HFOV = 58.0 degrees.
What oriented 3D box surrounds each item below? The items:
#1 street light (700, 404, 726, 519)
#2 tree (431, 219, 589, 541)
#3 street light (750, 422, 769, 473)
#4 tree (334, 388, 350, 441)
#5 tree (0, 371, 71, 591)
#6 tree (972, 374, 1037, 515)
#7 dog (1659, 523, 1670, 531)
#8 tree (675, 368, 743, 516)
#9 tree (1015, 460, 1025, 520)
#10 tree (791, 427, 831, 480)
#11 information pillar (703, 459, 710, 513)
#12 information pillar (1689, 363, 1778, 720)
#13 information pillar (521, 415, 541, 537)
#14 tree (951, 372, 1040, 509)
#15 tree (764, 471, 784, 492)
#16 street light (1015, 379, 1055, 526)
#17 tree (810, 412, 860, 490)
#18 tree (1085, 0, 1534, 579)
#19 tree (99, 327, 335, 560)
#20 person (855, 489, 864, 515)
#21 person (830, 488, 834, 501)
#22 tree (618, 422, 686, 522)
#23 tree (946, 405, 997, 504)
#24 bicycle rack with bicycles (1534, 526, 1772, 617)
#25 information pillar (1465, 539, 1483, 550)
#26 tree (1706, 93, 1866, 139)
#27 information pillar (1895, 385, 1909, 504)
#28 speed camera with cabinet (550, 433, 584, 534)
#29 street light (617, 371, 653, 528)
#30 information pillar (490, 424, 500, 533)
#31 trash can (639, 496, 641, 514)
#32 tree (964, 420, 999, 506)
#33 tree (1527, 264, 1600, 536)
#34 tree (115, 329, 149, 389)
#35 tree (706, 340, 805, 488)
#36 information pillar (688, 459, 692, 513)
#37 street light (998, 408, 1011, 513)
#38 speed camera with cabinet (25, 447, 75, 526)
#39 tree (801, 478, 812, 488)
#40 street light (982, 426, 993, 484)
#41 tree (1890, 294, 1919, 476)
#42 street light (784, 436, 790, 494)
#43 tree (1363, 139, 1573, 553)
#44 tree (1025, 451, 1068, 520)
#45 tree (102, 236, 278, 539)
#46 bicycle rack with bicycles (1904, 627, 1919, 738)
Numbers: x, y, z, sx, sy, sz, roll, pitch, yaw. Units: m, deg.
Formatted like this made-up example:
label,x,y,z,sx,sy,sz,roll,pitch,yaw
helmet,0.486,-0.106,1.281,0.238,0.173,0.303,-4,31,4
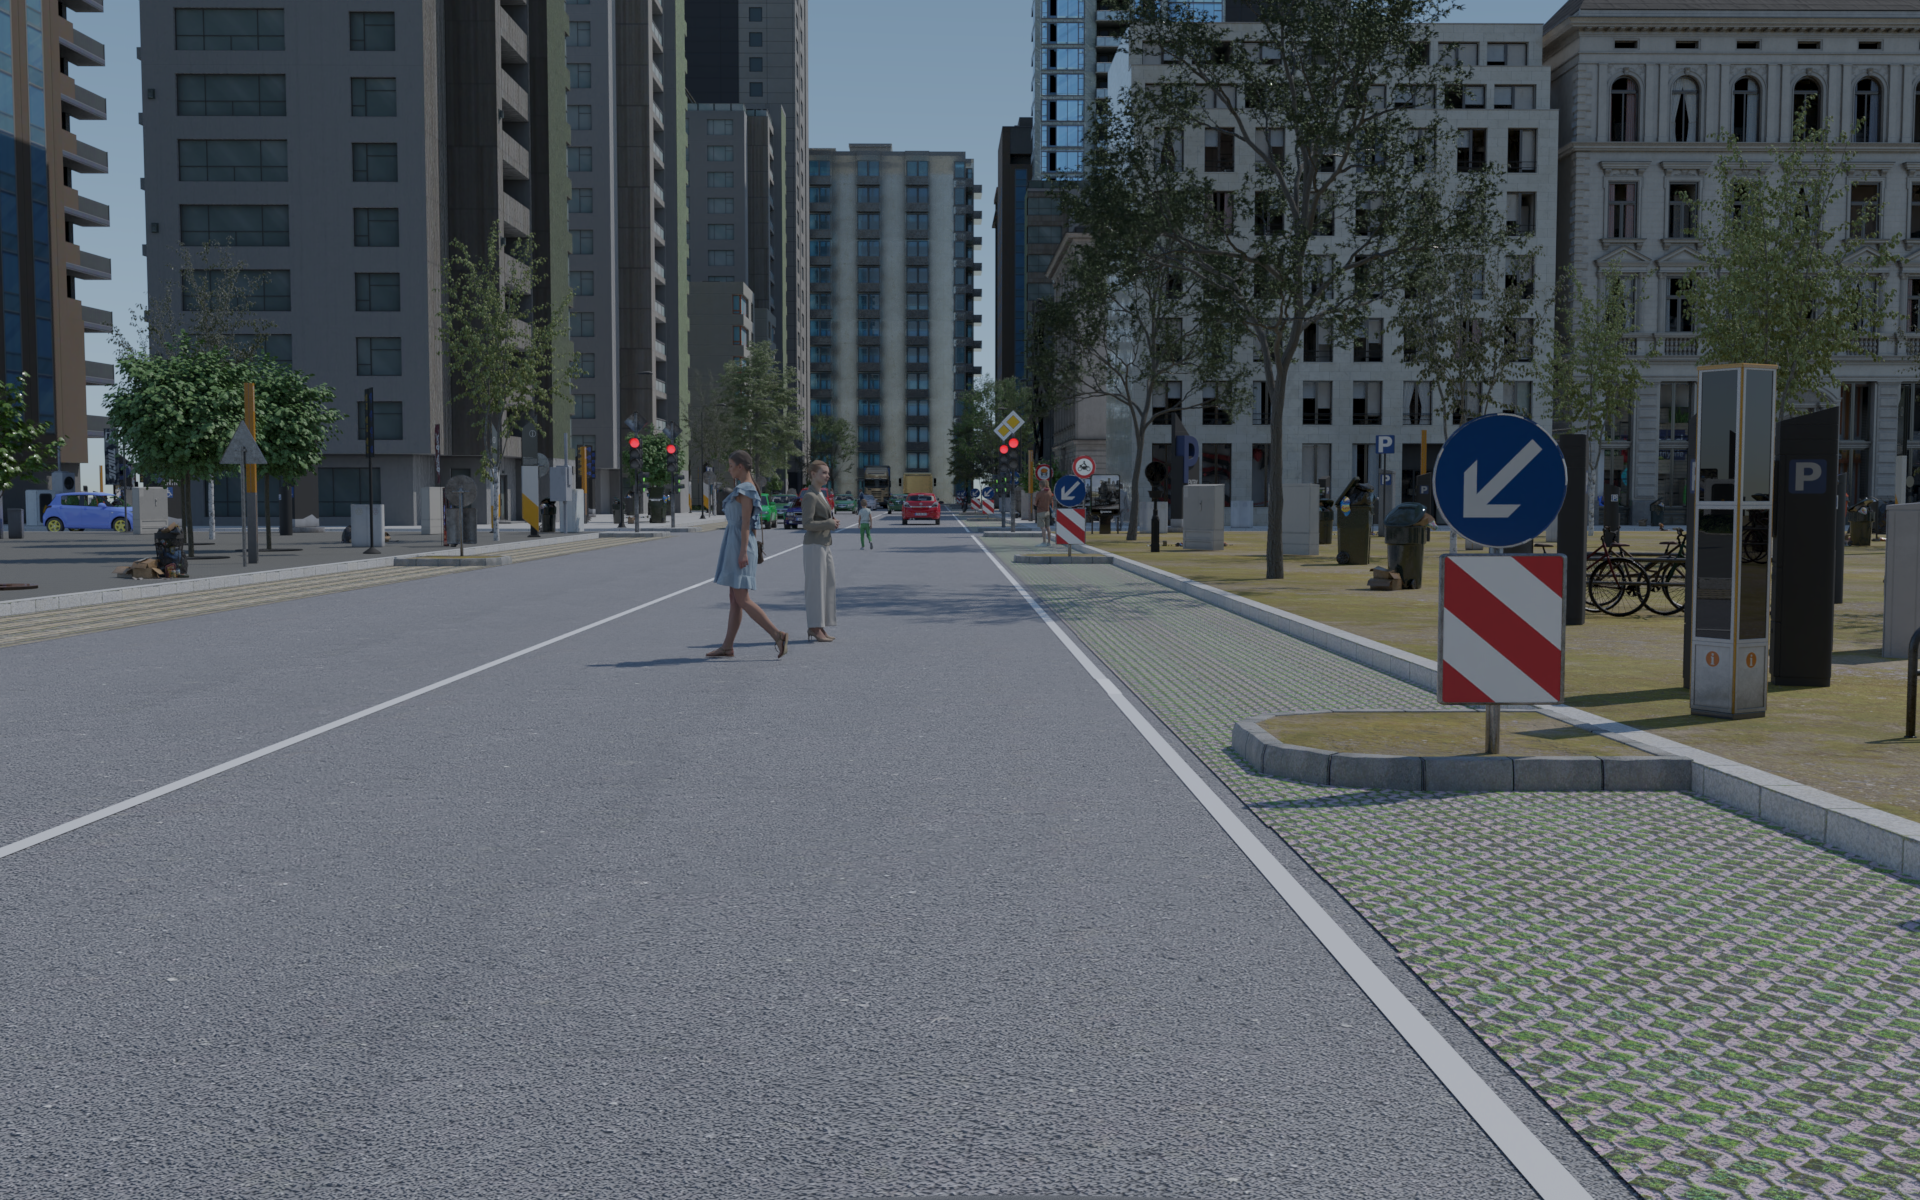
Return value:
label,x,y,z,sx,sy,sz,roll,pitch,yaw
street light,-12.717,-7.127,89.062,1.470,5.913,1.316,0,4,-1
tree,-12.595,-5.944,47.542,4.737,8.622,4.395,0,3,0
street light,-13.051,-8.548,112.306,1.470,5.913,1.316,0,4,-1
tree,-15.564,-3.388,39.102,4.285,4.588,4.351,0,3,0
tree,-12.911,-1.759,23.361,1.663,3.219,1.824,0,3,0
tree,3.050,-9.576,106.922,4.737,8.622,4.395,0,3,0
dog,25.006,-2.533,61.601,0.550,0.427,0.748,1,4,14
tree,-14.435,-9.190,100.613,4.360,8.622,3.978,0,3,0
tree,3.500,-5.491,84.383,1.663,3.219,1.824,0,3,0
tree,-16.267,-14.556,188.348,4.360,8.622,3.978,0,3,0
information pillar,-17.100,-7.679,116.904,0.504,3.616,0.183,1,4,8
information pillar,4.439,-0.334,9.953,0.304,2.012,0.304,-2,4,-29
information pillar,-12.718,-3.664,51.267,0.504,3.616,0.183,-2,4,-33
tree,3.127,-13.522,146.837,9.928,11.665,9.643,0,3,0
tree,-15.050,-8.892,139.979,1.663,3.219,1.824,0,3,0
street light,3.107,-5.950,69.828,1.470,5.913,1.316,0,4,-1
tree,-16.155,-17.905,218.497,9.928,11.665,9.643,0,3,0
tree,4.513,-5.586,25.743,7.601,10.594,8.767,-3,5,-44
tree,-15.310,-3.100,34.397,4.285,4.588,4.351,0,3,0
person,-6.814,-6.709,118.376,0.419,1.800,0.721,-3,5,-40
person,-8.791,-6.667,117.633,0.709,1.813,0.853,2,4,26
tree,-13.976,-5.828,79.004,4.285,4.588,4.351,0,3,0
tree,1.920,-18.373,218.517,7.486,12.596,7.792,0,3,0
bicycle rack with bicycles,7.450,-0.332,18.815,2.925,0.926,2.852,2,4,27
information pillar,11.767,-2.146,39.572,0.304,2.012,0.304,-1,4,-16
tree,15.634,-5.056,33.025,4.737,8.622,4.395,0,3,0
information pillar,20.416,-2.826,37.561,0.183,3.616,0.504,1,4,14
speed camera with cabinet,-12.921,-3.826,56.892,0.660,3.252,2.038,0,4,3
street light,-12.331,-5.700,65.742,1.470,5.913,1.316,0,4,-1
information pillar,-15.330,-4.020,57.076,0.183,3.616,0.504,1,4,12
trash can,-19.759,-5.733,105.384,0.748,1.137,0.748,0,3,0
tree,2.247,-14.135,181.469,4.360,8.622,3.978,0,3,0
tree,19.438,-6.288,53.165,4.737,8.622,4.395,0,3,0
tree,-35.911,-7.817,78.166,4.737,8.622,4.395,0,3,0
tree,-14.997,-12.809,127.547,7.486,12.596,7.792,0,3,0
information pillar,-18.161,-7.649,116.408,0.183,3.616,0.504,0,4,2
street light,2.729,-7.385,93.282,1.470,5.913,1.316,0,4,-1
speed camera with cabinet,-36.649,-4.615,69.794,0.660,3.252,2.038,1,4,16
tree,-15.271,-11.016,174.712,1.663,3.219,1.824,0,3,0
street light,2.389,-8.873,117.613,1.470,5.913,1.316,0,4,-1
tree,25.410,-5.648,42.708,4.360,8.622,3.978,0,3,0
street light,-13.247,-10.000,136.037,1.470,5.913,1.316,0,4,-1
tree,10.304,-5.223,35.757,4.360,8.622,3.978,0,3,0
tree,3.968,-5.055,77.256,1.663,3.219,1.824,0,3,0
tree,-21.407,-6.019,48.778,4.360,8.622,3.978,0,3,0
bicycle rack with bicycles,6.200,0.313,8.273,2.925,0.926,2.852,-1,4,-9
